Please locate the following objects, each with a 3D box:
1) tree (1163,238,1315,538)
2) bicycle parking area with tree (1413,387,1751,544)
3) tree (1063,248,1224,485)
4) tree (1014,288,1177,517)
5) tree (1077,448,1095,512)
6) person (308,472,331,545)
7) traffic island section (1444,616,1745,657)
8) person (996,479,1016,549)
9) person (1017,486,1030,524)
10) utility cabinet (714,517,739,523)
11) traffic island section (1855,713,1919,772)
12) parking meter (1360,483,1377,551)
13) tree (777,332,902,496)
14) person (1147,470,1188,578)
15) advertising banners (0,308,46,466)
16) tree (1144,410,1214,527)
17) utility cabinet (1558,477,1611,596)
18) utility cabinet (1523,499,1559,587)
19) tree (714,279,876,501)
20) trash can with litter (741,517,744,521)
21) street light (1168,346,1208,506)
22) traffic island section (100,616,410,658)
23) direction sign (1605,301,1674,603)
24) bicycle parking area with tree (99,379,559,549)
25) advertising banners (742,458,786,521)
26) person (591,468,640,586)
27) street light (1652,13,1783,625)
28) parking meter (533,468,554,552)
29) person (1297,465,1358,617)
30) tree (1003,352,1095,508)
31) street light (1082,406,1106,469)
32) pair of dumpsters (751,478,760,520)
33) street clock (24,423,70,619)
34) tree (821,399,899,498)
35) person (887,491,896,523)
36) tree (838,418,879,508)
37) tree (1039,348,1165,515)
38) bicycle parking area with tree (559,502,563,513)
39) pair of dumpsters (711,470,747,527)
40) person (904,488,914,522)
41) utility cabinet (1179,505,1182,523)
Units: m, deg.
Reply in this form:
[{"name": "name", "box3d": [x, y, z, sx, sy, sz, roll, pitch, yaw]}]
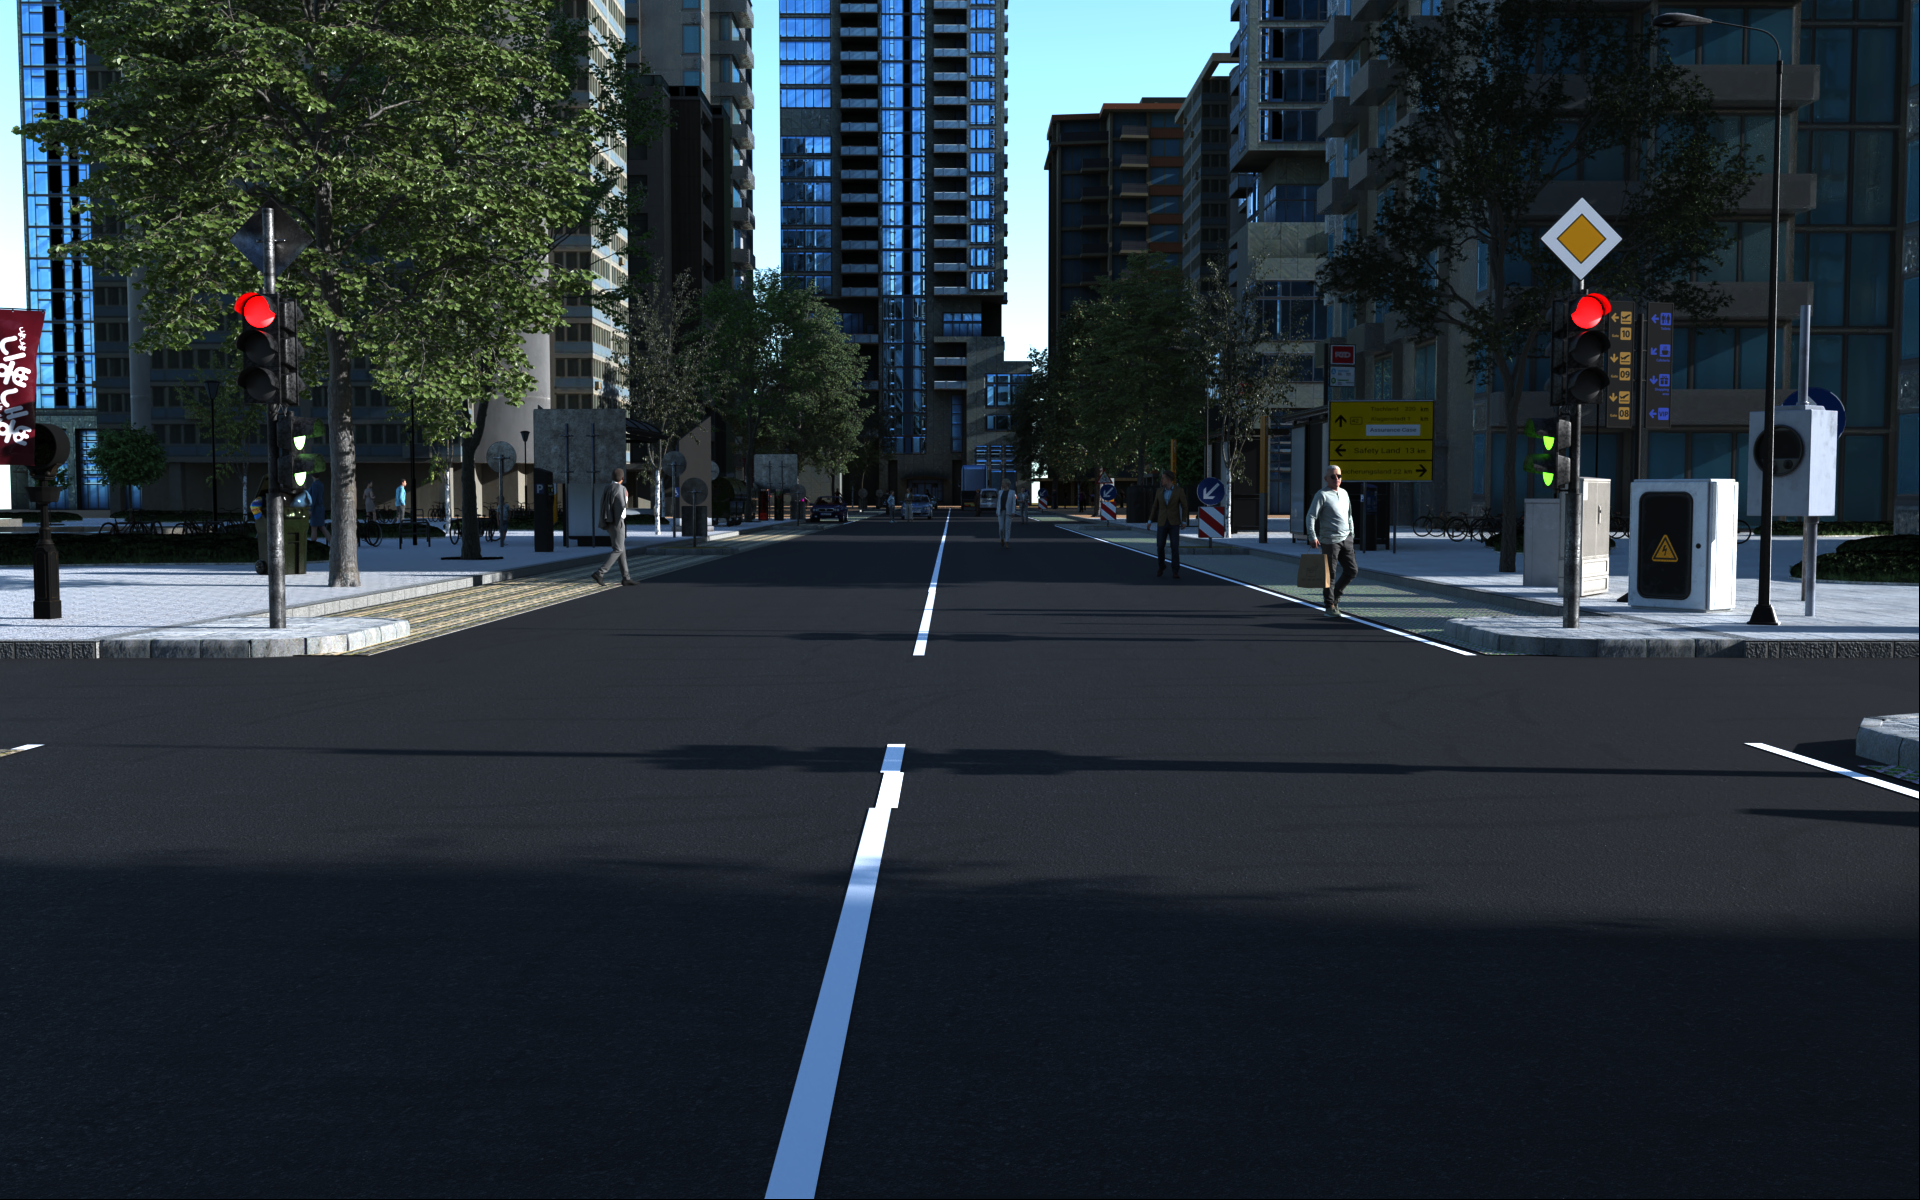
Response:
[{"name": "tree", "box3d": [8.128, -6.137, 50.701, 4.360, 8.622, 3.978, 0, 3, 0]}, {"name": "bicycle parking area with tree", "box3d": [16.972, -3.745, 48.226, 9.016, 4.147, 8.231, 1, 4, 21]}, {"name": "tree", "box3d": [8.809, -9.920, 80.321, 7.486, 12.596, 7.792, 0, 3, 0]}, {"name": "tree", "box3d": [7.835, -11.007, 96.974, 9.611, 12.733, 9.660, 0, 3, 0]}, {"name": "tree", "box3d": [8.916, -10.788, 126.745, 4.737, 8.622, 4.395, 0, 3, 0]}, {"name": "person", "box3d": [-13.515, -1.862, 36.507, 0.654, 1.822, 0.581, 1, 4, 18]}, {"name": "traffic island section", "box3d": [5.889, 0.345, 16.635, 2.009, 0.180, 2.903, 0, 4, 0]}, {"name": "person", "box3d": [1.212, -2.283, 45.706, 0.514, 1.842, 0.818, 0, 4, 1]}, {"name": "person", "box3d": [3.021, -4.515, 82.525, 0.606, 1.804, 0.583, 0, 4, -1]}, {"name": "utility cabinet", "box3d": [-10.354, -4.180, 77.022, 1.173, 1.500, 0.318, -2, 4, -31]}, {"name": "traffic island section", "box3d": [5.919, 0.834, 8.650, 2.009, 0.180, 2.903, 0, 4, 0]}, {"name": "parking meter", "box3d": [9.258, -1.886, 39.247, 0.372, 1.533, 0.369, 0, 3, 0]}, {"name": "tree", "box3d": [-9.604, -13.390, 129.293, 12.009, 13.543, 11.850, 0, 3, 0]}, {"name": "person", "box3d": [3.554, -1.305, 29.756, 0.656, 1.842, 0.836, -1, 4, -9]}, {"name": "advertising banners", "box3d": [-9.575, -1.212, 16.010, 2.074, 3.025, 0.090, -2, 4, -28]}, {"name": "tree", "box3d": [8.902, -5.151, 67.939, 4.285, 4.588, 4.351, 0, 3, 0]}, {"name": "utility cabinet", "box3d": [7.905, -0.808, 21.888, 0.318, 1.500, 1.173, 3, 4, 36]}, {"name": "utility cabinet", "box3d": [8.359, -0.784, 23.976, 1.020, 1.237, 0.306, 2, 4, 32]}, {"name": "tree", "box3d": [-9.779, -11.922, 101.578, 9.857, 13.997, 8.962, 0, 3, 0]}, {"name": "trash can with litter", "box3d": [-10.344, -4.210, 80.228, 0.624, 1.170, 1.055, -3, 4, -36]}, {"name": "street light", "box3d": [7.228, -5.015, 54.539, 1.470, 5.913, 1.316, 0, 4, 0]}, {"name": "traffic island section", "box3d": [-6.553, 0.348, 16.593, 2.009, 0.180, 2.903, 0, 4, 0]}, {"name": "direction sign", "box3d": [8.017, -1.743, 20.497, 0.876, 3.537, 0.379, -1, 4, -15]}, {"name": "bicycle parking area with tree", "box3d": [-16.214, -3.467, 43.694, 8.231, 4.147, 9.016, 1, 4, 18]}, {"name": "advertising banners", "box3d": [-9.443, -5.331, 83.344, 2.074, 3.025, 0.090, 0, 4, -2]}, {"name": "person", "box3d": [-5.341, -1.120, 26.911, 0.850, 1.850, 0.679, -3, 4, -36]}, {"name": "street light", "box3d": [7.384, -2.714, 16.909, 1.470, 5.913, 1.316, 0, 4, 0]}, {"name": "parking meter", "box3d": [-9.219, -1.998, 38.384, 0.399, 1.863, 0.255, 1, 4, 22]}, {"name": "person", "box3d": [4.264, -0.685, 20.183, 0.782, 1.767, 0.515, -2, 4, -33]}, {"name": "tree", "box3d": [8.627, -15.219, 155.486, 9.857, 13.997, 8.962, 0, 3, 0]}, {"name": "street light", "box3d": [7.101, -7.254, 91.147, 1.470, 5.913, 1.316, 0, 4, 0]}, {"name": "pair of dumpsters", "box3d": [-10.882, -5.091, 85.732, 1.574, 2.255, 4.437, 0, 4, 0]}, {"name": "street clock", "box3d": [-9.402, -0.809, 17.790, 0.471, 2.002, 0.358, 0, 4, 7]}, {"name": "tree", "box3d": [-9.748, -14.332, 168.737, 8.767, 10.594, 7.601, 1, 4, 12]}, {"name": "person", "box3d": [-3.419, -4.694, 87.059, 0.330, 1.601, 0.589, 3, 4, 37]}, {"name": "tree", "box3d": [-9.477, -12.584, 156.110, 4.737, 8.622, 4.395, 0, 3, 0]}, {"name": "tree", "box3d": [8.661, -11.110, 107.409, 9.928, 11.665, 9.643, 0, 3, 0]}, {"name": "bicycle parking area with tree", "box3d": [-22.382, -5.603, 78.616, 8.231, 4.147, 9.016, 1, 4, 13]}, {"name": "pair of dumpsters", "box3d": [-9.575, -4.111, 69.708, 1.574, 2.255, 4.437, 0, 3, 0]}, {"name": "person", "box3d": [-2.647, -4.880, 88.840, 0.519, 1.759, 0.362, 2, 4, 28]}, {"name": "utility cabinet", "box3d": [9.210, -3.890, 74.760, 1.020, 1.237, 0.306, 1, 4, 9]}]
